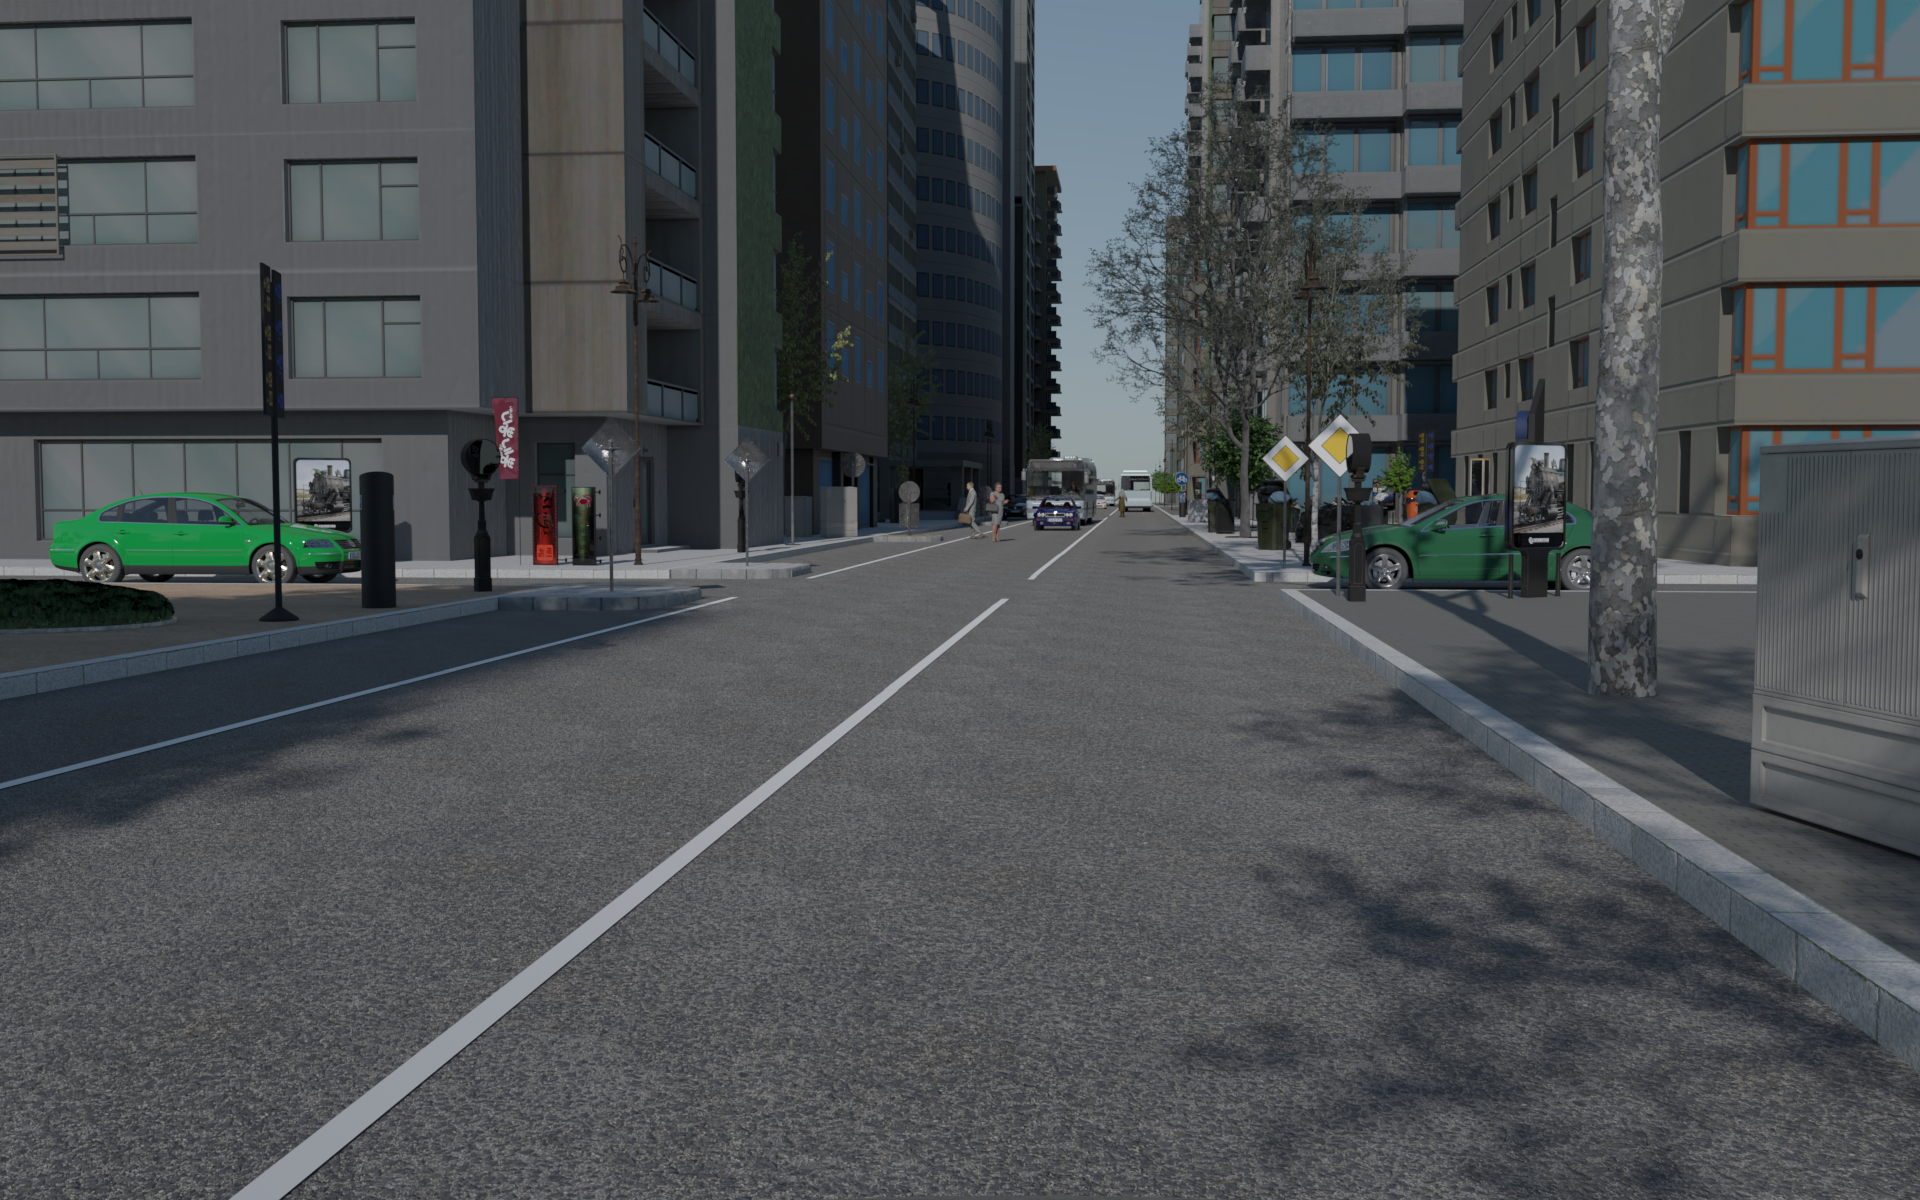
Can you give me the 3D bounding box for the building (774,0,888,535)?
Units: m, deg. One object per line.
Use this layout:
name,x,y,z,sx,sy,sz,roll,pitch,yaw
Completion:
building,-10.409,-25.070,60.009,14.600,45.320,14.200,0,4,6

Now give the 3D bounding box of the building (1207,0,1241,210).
building,22.923,-26.162,111.340,14.154,41.232,14.086,0,4,6

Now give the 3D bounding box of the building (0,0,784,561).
building,-12.301,-21.683,38.110,14.154,41.232,14.086,0,4,6

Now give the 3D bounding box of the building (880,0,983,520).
building,-15.303,-24.567,93.558,32.217,40.220,23.993,0,4,6

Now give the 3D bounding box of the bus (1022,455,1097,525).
bus,4.911,-5.340,82.172,2.948,3.499,13.247,0,4,7

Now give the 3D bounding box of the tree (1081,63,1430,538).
tree,8.211,-8.561,50.345,12.009,13.543,11.850,0,3,0

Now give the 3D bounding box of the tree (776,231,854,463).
tree,-5.148,-6.059,49.434,4.737,8.622,4.395,0,3,0

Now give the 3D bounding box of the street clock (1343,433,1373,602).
street clock,4.743,-0.984,20.656,0.358,2.002,0.471,0,4,2

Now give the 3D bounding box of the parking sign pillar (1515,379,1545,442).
parking sign pillar,13.163,-3.153,40.022,1.447,3.967,1.447,2,4,27

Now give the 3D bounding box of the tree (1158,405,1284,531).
tree,10.113,-4.711,60.743,4.285,4.588,4.351,0,3,0

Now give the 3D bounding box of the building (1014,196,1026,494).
building,-1.263,-23.863,161.859,14.160,30.474,14.107,0,4,6

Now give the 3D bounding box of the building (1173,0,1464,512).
building,32.261,-33.166,161.876,23.786,49.044,30.456,0,4,6

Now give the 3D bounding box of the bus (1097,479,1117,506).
bus,17.002,-12.791,203.990,2.948,3.499,13.247,0,4,5

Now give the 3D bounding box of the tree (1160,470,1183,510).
tree,17.084,-8.779,138.138,1.663,3.219,1.824,0,3,0

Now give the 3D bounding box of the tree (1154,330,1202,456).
tree,10.237,-7.395,71.264,4.360,8.622,3.978,0,3,0

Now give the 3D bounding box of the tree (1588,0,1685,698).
tree,4.736,-9.371,9.109,12.611,20.169,13.585,0,3,0

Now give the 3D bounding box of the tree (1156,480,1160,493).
tree,23.674,-12.706,202.348,1.663,3.219,1.824,0,3,0

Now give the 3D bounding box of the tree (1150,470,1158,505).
tree,24.478,-13.918,211.279,4.285,4.588,4.351,0,3,0

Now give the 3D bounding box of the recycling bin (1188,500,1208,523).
recycling bin,10.744,-4.007,78.073,0.722,1.027,0.722,-1,4,-22

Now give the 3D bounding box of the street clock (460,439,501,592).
street clock,-6.284,-1.113,22.761,0.471,2.002,0.358,-2,4,-33

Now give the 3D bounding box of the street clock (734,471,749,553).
street clock,-4.787,-2.044,37.985,0.358,2.002,0.471,-1,4,-17

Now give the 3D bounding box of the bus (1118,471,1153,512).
bus,14.442,-9.024,142.396,2.948,3.499,13.247,0,4,6

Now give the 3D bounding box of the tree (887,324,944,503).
tree,-2.639,-7.577,74.240,4.737,8.622,4.395,0,3,0

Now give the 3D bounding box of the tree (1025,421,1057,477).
tree,7.719,-13.667,173.824,4.737,8.622,4.395,0,3,0

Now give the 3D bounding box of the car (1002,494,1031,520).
car,3.177,-5.333,96.980,2.009,1.686,4.222,0,4,4

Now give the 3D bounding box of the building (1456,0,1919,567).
building,29.390,-12.060,42.217,28.899,21.520,27.650,0,4,6

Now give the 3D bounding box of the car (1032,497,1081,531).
car,3.875,-3.446,68.915,1.945,1.354,3.894,0,4,6

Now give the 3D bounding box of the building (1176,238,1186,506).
building,31.563,-25.950,195.977,14.160,30.474,14.107,0,4,6

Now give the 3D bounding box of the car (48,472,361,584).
car,-11.778,-1.130,27.269,4.718,1.807,1.959,0,4,4

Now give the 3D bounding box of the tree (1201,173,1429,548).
tree,8.618,-5.534,40.837,4.360,8.622,3.978,0,3,0

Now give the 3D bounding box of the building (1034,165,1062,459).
building,1.934,-34.962,226.247,22.147,44.769,28.867,0,4,6

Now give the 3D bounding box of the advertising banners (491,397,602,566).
advertising banners,-7.435,-2.135,31.096,2.074,3.025,0.090,1,4,13

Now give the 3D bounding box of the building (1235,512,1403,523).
building,25.138,-28.603,87.274,23.786,49.044,30.456,0,4,6

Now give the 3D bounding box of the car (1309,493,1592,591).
car,7.731,-0.863,25.914,4.920,1.459,2.131,0,4,7

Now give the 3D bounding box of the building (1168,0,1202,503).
building,39.571,-56.154,230.786,22.319,86.520,31.000,0,4,6

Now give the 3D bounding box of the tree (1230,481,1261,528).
tree,11.215,-4.356,65.828,1.663,3.219,1.824,0,3,0

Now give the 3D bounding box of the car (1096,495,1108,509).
car,13.250,-9.482,167.392,2.083,1.381,4.827,0,4,4

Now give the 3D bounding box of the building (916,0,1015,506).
building,-7.684,-35.336,119.747,21.231,58.520,28.212,0,4,6

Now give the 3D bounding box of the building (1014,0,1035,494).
building,0.365,-46.638,200.780,20.563,71.187,20.611,0,4,6

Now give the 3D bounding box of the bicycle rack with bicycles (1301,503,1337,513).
bicycle rack with bicycles,14.253,-3.218,65.996,2.852,0.926,2.925,-2,4,-30

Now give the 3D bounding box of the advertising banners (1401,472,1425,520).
advertising banners,16.501,-4.074,62.805,0.090,3.025,2.074,-1,4,-10

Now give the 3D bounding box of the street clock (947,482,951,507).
street clock,-0.600,-6.200,105.938,0.358,2.002,0.471,1,4,21

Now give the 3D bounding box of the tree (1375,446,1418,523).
tree,17.563,-4.597,69.757,1.663,3.219,1.824,0,3,0

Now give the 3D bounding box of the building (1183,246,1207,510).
building,31.431,-17.590,132.641,27.650,21.520,28.899,0,4,6

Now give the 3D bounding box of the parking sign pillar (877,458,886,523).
parking sign pillar,-4.075,-5.496,78.332,1.447,3.967,1.447,1,4,22

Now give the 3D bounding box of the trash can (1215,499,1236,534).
trash can,8.518,-2.689,55.623,0.748,1.137,0.748,0,3,0
